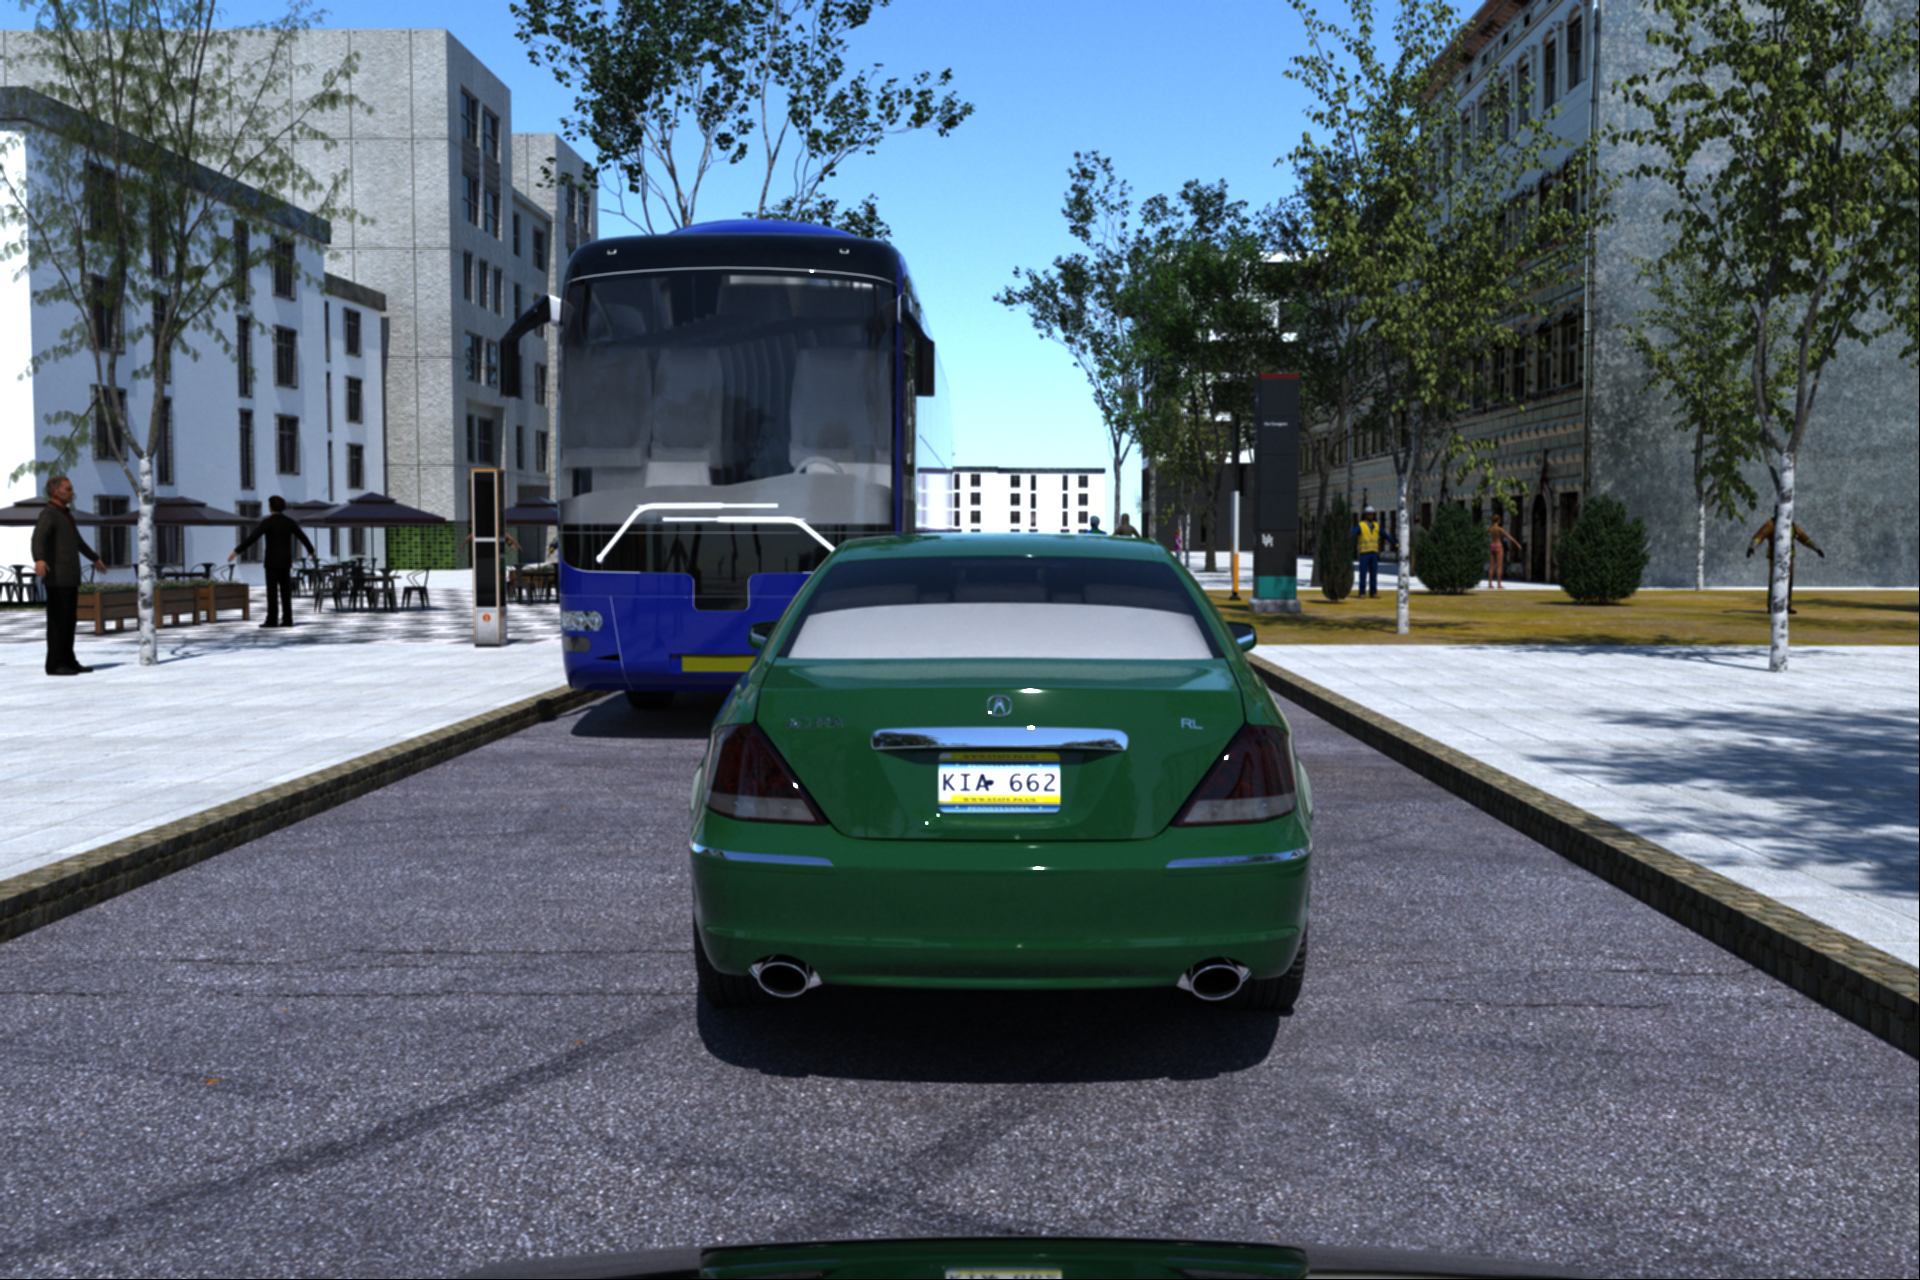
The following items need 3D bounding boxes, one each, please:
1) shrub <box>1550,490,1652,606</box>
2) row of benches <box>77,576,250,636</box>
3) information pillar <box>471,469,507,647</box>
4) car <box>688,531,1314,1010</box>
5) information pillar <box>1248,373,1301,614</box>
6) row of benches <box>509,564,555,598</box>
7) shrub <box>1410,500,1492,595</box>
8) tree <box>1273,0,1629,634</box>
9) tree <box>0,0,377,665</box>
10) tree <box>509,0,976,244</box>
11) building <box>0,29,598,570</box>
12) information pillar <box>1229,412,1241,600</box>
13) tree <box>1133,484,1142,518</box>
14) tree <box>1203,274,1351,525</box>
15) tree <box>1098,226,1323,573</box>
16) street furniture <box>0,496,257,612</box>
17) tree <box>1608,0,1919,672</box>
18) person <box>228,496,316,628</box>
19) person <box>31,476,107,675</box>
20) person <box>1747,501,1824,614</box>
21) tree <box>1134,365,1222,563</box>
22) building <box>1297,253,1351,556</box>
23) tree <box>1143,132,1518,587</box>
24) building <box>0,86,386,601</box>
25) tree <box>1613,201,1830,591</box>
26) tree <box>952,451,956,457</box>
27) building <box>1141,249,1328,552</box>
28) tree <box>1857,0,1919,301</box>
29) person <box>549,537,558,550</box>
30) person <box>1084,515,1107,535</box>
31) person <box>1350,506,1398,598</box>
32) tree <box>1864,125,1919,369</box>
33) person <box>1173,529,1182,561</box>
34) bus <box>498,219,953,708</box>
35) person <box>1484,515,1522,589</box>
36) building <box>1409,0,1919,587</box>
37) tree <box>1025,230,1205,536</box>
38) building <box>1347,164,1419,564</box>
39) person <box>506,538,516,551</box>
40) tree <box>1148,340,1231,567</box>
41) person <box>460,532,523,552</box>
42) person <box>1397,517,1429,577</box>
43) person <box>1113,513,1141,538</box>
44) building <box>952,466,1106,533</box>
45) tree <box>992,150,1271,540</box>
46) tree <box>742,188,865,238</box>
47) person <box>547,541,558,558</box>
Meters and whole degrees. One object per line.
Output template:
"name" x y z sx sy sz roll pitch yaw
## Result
"shrub" 11.541 -1.661 31.200 1.661 2.075 1.752 0 3 0
"row of benches" -11.037 -0.507 23.746 1.422 0.672 4.104 0 4 4
"information pillar" -5.349 -0.929 19.687 0.304 2.012 0.304 0 4 2
"car" 0.158 0.314 6.667 2.131 1.459 4.920 0 4 1
"information pillar" 5.138 -2.374 28.194 0.750 3.857 0.750 0 4 1
"row of benches" -7.717 -1.292 36.587 1.422 0.672 4.104 2 4 35
"shrub" 10.375 -1.967 36.585 1.690 2.028 1.600 0 3 0
"tree" 5.788 -4.370 21.815 4.737 8.622 4.395 0 3 0
"tree" -7.983 -4.044 16.483 4.360 8.622 3.978 0 3 0
"tree" -6.304 -11.821 49.170 12.611 20.169 13.585 0 3 0
"building" -26.161 -12.866 76.811 16.747 18.905 31.486 0 4 1
"information pillar" 5.342 -2.586 33.640 0.183 3.616 0.504 0 4 0
"tree" 23.732 -16.012 212.165 4.360 8.622 3.978 0 3 0
"tree" 8.437 -6.043 49.161 4.360 8.622 3.978 0 3 0
"tree" 8.438 -8.065 57.619 9.928 11.665 9.643 0 3 0
"street furniture" -26.139 -1.264 25.694 27.439 1.986 14.083 0 4 -4
"tree" 7.851 -4.012 15.963 4.737 8.622 4.395 0 3 0
"person" -9.374 -1.074 23.748 0.705 1.806 1.347 2 4 33
"person" -8.194 -0.592 15.853 0.705 1.807 1.348 0 4 -5
"person" 13.191 -1.346 27.780 1.354 1.858 0.705 -1 4 -10
"tree" 9.431 -7.523 73.366 4.360 8.622 3.978 0 3 0
"building" 29.821 -16.325 97.843 19.493 23.208 18.063 0 4 2
"tree" 8.575 -6.536 41.269 8.767 10.594 7.601 0 4 5
"building" -21.442 -6.404 46.860 9.099 9.664 28.070 0 4 2
"tree" 16.940 -5.409 38.800 4.737 8.622 4.395 0 3 0
"tree" -5.268 -12.184 109.570 12.009 13.543 11.850 0 3 0
"building" 28.594 -18.156 140.817 27.936 21.610 32.646 0 4 2
"tree" 13.032 -4.380 21.973 4.360 8.622 3.978 0 3 0
"person" -8.932 -2.123 40.486 1.354 1.856 0.705 -1 4 -19
"person" 2.767 -1.668 35.850 1.347 1.817 0.704 -1 4 -21
"person" 8.152 -1.745 34.499 1.349 1.833 0.705 -1 4 -13
"tree" 16.650 -4.744 27.930 4.737 8.622 4.395 0 3 0
"person" 7.196 -2.904 56.743 0.599 1.433 0.991 0 4 5
"bus" -1.488 -1.587 17.499 2.896 3.916 12.251 0 4 1
"person" 12.636 -2.072 40.678 0.721 1.733 1.217 -3 4 -38
"building" 24.679 -13.407 50.125 19.493 23.208 18.063 0 4 2
"tree" 11.190 -15.318 106.342 12.611 20.169 13.585 0 3 0
"building" 28.629 -15.107 77.931 19.493 23.208 18.063 0 4 2
"person" -10.404 -2.022 38.989 0.705 1.837 1.347 -3 5 -41
"tree" 8.836 -7.106 66.544 4.737 8.622 4.395 0 3 0
"person" -10.189 -1.940 37.571 1.347 1.847 0.705 0 4 -3
"person" 13.732 -2.797 52.000 1.348 1.796 0.705 2 4 35
"person" 4.194 -2.329 44.208 1.348 1.813 0.705 -2 4 -32
"building" 4.117 -16.579 215.673 28.070 9.664 9.099 0 4 -6
"tree" 8.391 -14.127 86.858 12.611 20.169 13.585 0 3 0
"tree" -7.090 -9.678 64.886 9.857 13.997 8.962 0 3 0
"person" -5.654 -1.216 26.350 1.216 1.772 0.721 -1 4 -17
